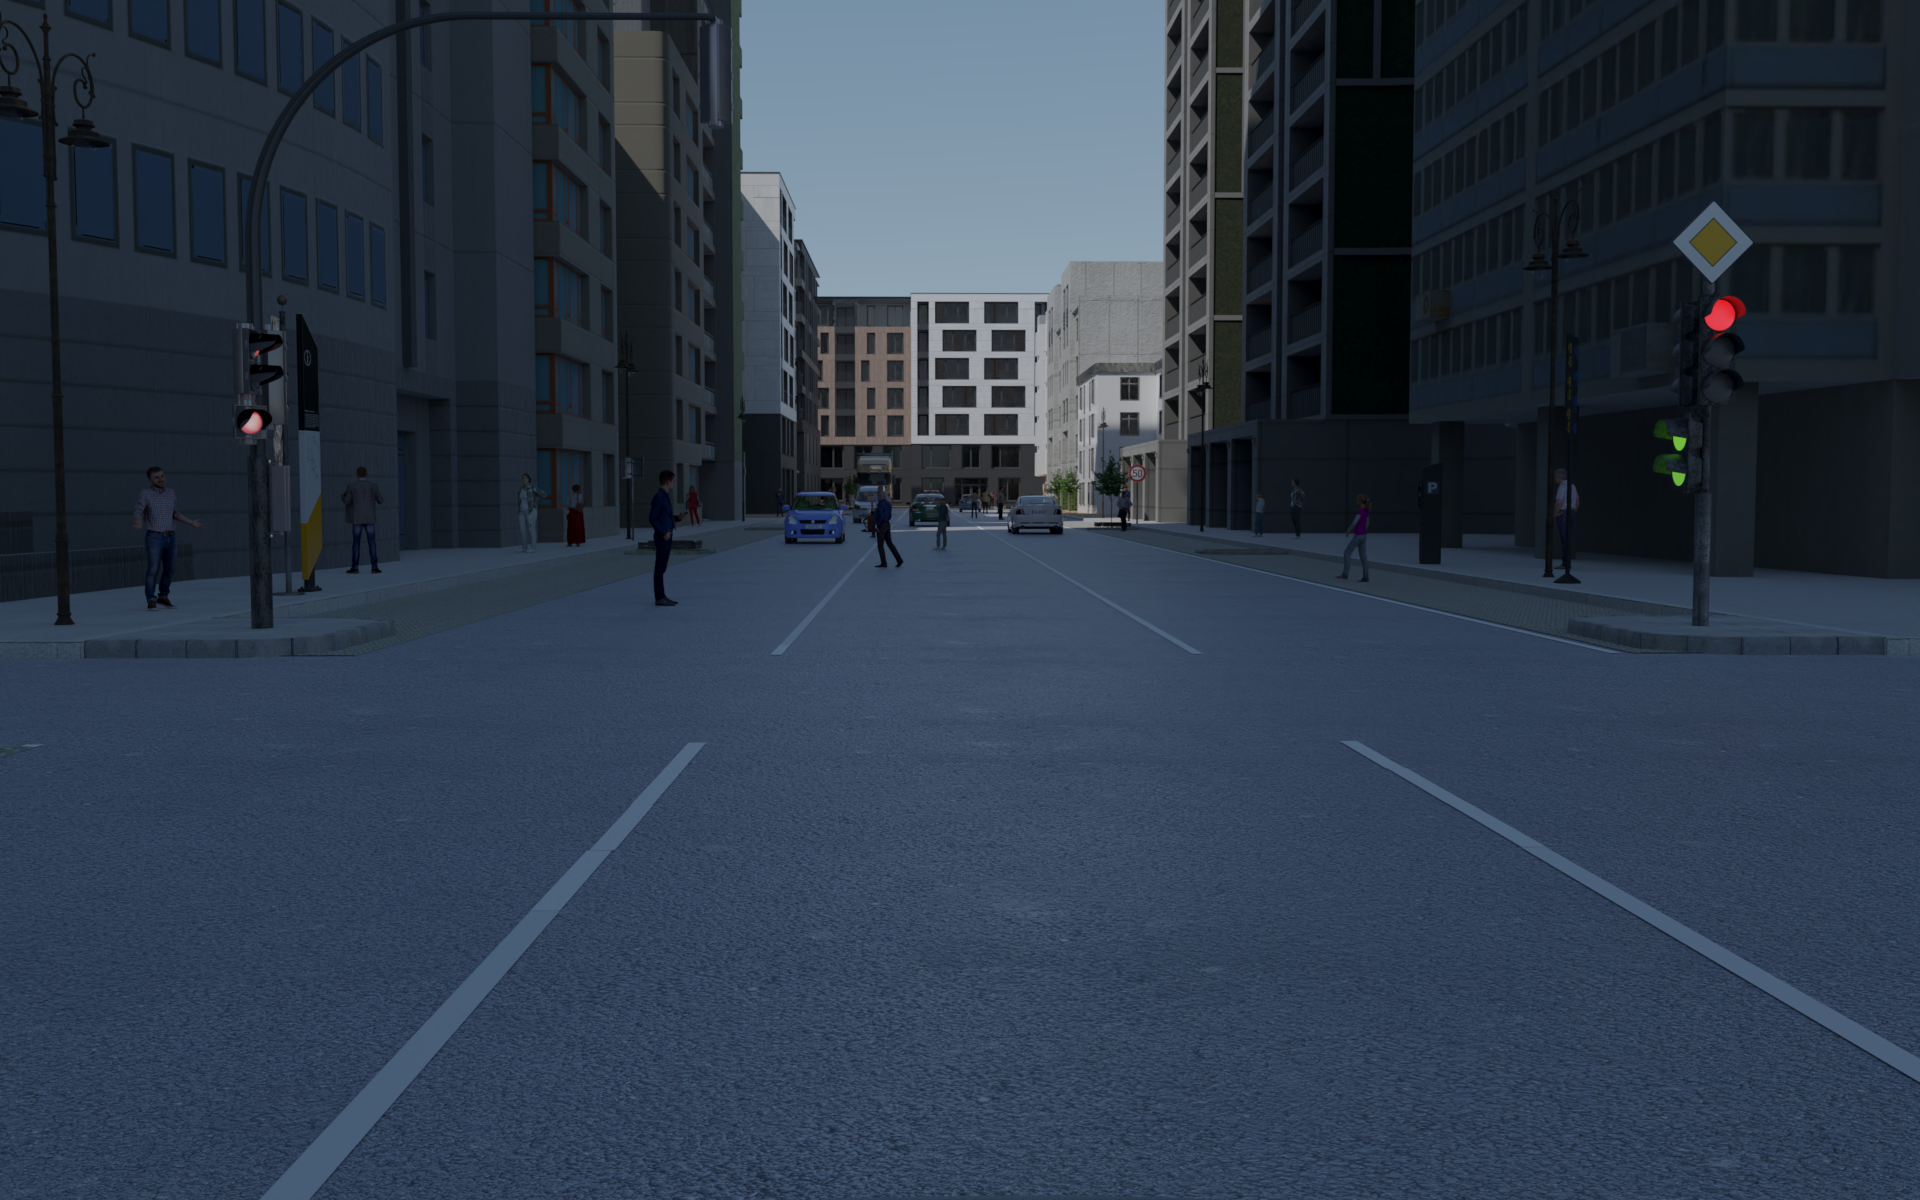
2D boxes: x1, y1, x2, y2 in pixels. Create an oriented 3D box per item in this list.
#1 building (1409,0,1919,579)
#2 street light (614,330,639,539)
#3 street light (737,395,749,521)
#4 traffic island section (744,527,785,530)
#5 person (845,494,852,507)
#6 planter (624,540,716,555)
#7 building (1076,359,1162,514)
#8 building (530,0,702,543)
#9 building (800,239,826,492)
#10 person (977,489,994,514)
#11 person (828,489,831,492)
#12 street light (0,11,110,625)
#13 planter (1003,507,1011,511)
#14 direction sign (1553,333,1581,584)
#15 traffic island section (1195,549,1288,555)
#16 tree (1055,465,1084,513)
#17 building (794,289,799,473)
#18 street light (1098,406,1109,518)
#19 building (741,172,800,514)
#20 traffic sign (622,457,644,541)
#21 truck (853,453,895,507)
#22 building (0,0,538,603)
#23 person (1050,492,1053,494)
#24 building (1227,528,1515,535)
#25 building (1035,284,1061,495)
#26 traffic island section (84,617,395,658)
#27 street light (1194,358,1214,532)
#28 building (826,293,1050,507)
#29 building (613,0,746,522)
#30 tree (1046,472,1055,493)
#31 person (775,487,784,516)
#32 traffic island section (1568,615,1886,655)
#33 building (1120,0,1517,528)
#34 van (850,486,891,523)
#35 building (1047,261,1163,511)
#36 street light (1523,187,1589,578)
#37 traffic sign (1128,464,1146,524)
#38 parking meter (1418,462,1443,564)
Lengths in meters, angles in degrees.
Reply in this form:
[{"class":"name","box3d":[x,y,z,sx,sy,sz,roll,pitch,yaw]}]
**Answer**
[{"class":"building","box3d":[22.731,-20.773,31.527,23.993,40.220,32.217,0,4,-1]},{"class":"street light","box3d":[-9.427,-4.669,49.126,0.468,5.910,1.993,0,4,-1]},{"class":"street light","box3d":[-10.203,-6.644,81.417,0.468,5.910,1.993,0,4,-1]},{"class":"traffic island section","box3d":[-7.522,-2.823,69.028,1.991,0.108,1.994,0,4,-1]},{"class":"person","box3d":[-9.739,-8.628,151.031,0.593,1.643,0.415,-2,4,-32]},{"class":"planter","box3d":[-6.915,-1.251,41.593,1.991,0.319,1.994,0,4,-1]},{"class":"building","box3d":[13.195,-10.317,110.836,9.099,9.664,28.070,0,4,-1]},{"class":"building","box3d":[-24.607,-13.099,59.213,27.650,21.520,28.899,0,4,-1]},{"class":"building","box3d":[-29.220,-18.876,152.589,32.646,21.610,27.936,0,4,-1]},{"class":"person","box3d":[1.876,-7.290,127.788,1.348,1.812,0.705,0,4,7]},{"class":"person","box3d":[-8.713,-6.489,115.146,0.990,1.755,0.434,-2,4,-32]},{"class":"street light","box3d":[-8.796,-2.694,16.831,0.468,5.910,1.993,0,4,-1]},{"class":"planter","box3d":[4.361,-7.677,146.656,1.991,0.319,1.994,0,4,-1]},{"class":"direction sign","box3d":[8.745,-2.008,24.833,0.379,3.537,0.876,2,4,28]},{"class":"traffic island section","box3d":[6.685,-1.141,41.523,1.991,0.108,1.994,0,4,-1]},{"class":"tree","box3d":[7.476,-7.393,115.481,1.663,3.219,1.824,0,3,0]},{"class":"building","box3d":[-20.249,-16.726,129.883,16.016,20.091,11.380,0,4,-1]},{"class":"street light","box3d":[7.570,-7.265,91.572,0.468,5.910,1.993,0,4,-1]},{"class":"building","box3d":[-25.299,-16.127,107.659,27.936,21.610,32.646,0,4,-1]},{"class":"traffic sign","box3d":[-8.993,-2.781,47.596,0.606,2.300,0.079,0,4,5]},{"class":"truck","box3d":[-5.927,-8.050,120.529,2.839,4.237,11.283,0,4,-2]},{"class":"building","box3d":[-21.197,-29.800,29.232,21.231,58.520,28.212,0,4,-1]},{"class":"person","box3d":[7.656,-8.515,146.182,0.530,1.710,0.541,0,4,1]},{"class":"building","box3d":[19.791,-37.982,59.253,20.563,71.187,20.611,0,4,-1]},{"class":"building","box3d":[15.157,-18.678,161.797,16.016,20.091,11.380,0,4,-1]},{"class":"traffic island section","box3d":[-6.688,0.350,16.562,2.009,0.180,2.903,0,4,-1]},{"class":"street light","box3d":[8.236,-5.261,58.808,0.468,5.910,1.993,0,4,-1]},{"class":"building","box3d":[-7.469,-21.147,189.723,32.646,21.610,27.936,0,4,-1]},{"class":"building","box3d":[-17.829,-24.264,80.316,14.154,41.232,14.086,0,4,-1]},{"class":"tree","box3d":[7.136,-8.167,128.126,1.663,3.219,1.824,0,3,0]},{"class":"person","box3d":[-10.302,-5.627,98.967,0.541,1.710,0.530,0,4,-5]},{"class":"traffic island section","box3d":[7.230,0.331,16.864,2.009,0.180,2.903,0,4,-1]},{"class":"building","box3d":[18.983,-39.271,80.336,20.563,71.187,20.611,0,4,-1]},{"class":"van","box3d":[-4.425,-4.855,86.384,2.013,2.044,4.112,0,4,1]},{"class":"building","box3d":[16.541,-16.752,140.357,16.747,18.905,31.486,0,4,-1]},{"class":"street light","box3d":[9.072,-3.286,26.518,0.468,5.910,1.993,0,4,-1]},{"class":"traffic sign","box3d":[7.629,-4.552,74.536,0.768,2.556,0.104,0,4,3]},{"class":"parking meter","box3d":[8.587,-1.587,31.662,0.399,1.863,0.255,0,4,3]}]
